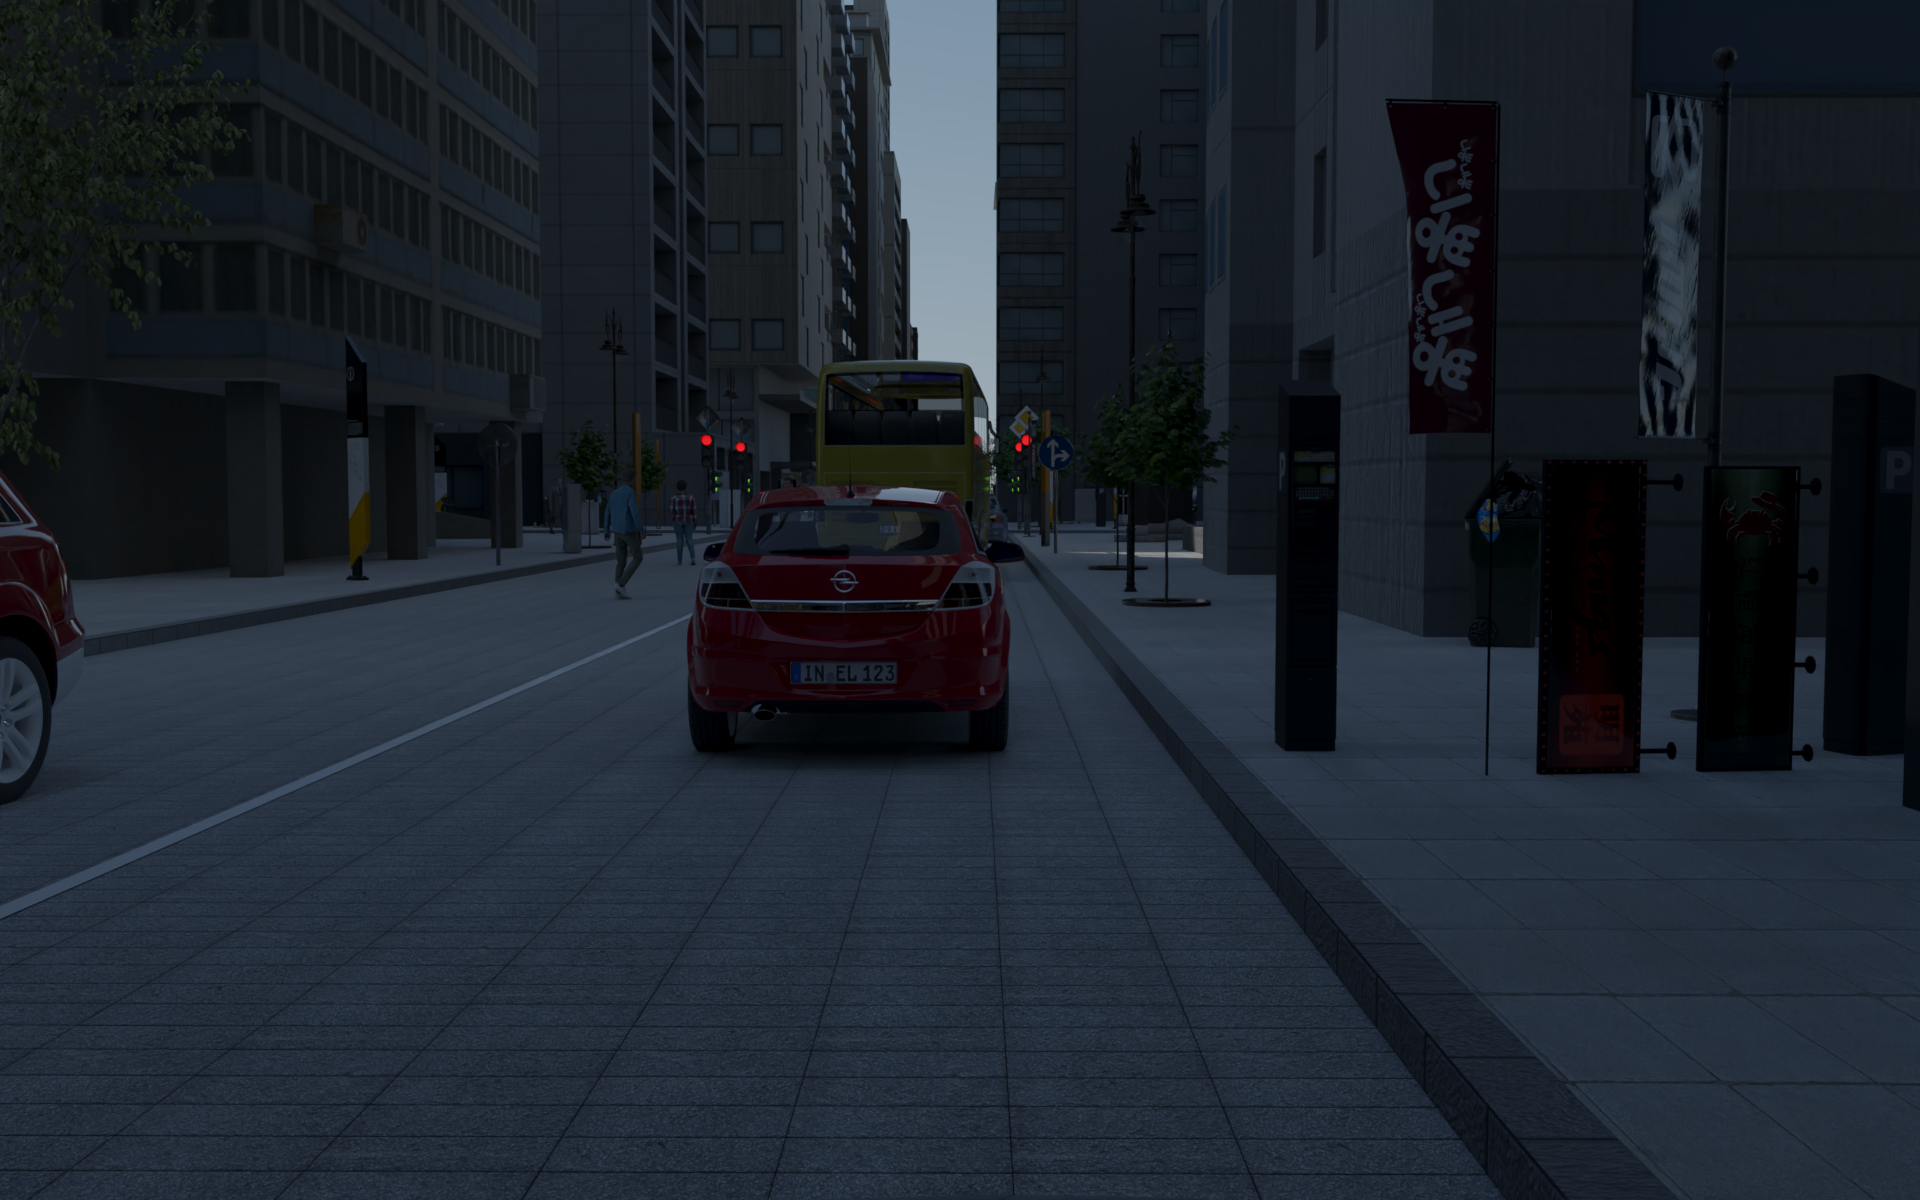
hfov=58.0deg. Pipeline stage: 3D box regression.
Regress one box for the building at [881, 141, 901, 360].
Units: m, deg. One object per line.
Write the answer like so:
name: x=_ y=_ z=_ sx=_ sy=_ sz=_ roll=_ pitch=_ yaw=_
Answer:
building: x=-18.968 y=-37.259 z=232.884 sx=21.300 sy=48.544 sz=21.600 roll=0 pitch=4 yaw=0

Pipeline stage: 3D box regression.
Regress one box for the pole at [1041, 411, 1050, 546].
pole: x=2.097 y=-2.970 z=42.406 sx=0.158 sy=3.312 sz=0.155 roll=0 pitch=3 yaw=0

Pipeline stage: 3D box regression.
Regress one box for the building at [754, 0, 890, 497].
building: x=-18.409 y=-49.873 z=253.668 sx=20.563 sy=71.187 sz=20.611 roll=0 pitch=4 yaw=0

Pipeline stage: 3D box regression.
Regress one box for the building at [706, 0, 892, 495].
building: x=-22.561 y=-37.096 z=195.755 sx=28.713 sy=52.752 sz=27.495 roll=0 pitch=4 yaw=0

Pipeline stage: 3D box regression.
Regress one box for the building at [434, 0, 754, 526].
building: x=-20.072 y=-39.057 z=76.827 sx=20.563 sy=71.187 sz=20.611 roll=0 pitch=4 yaw=0

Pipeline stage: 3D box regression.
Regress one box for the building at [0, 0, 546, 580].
building: x=-21.737 y=-20.968 z=34.712 sx=23.993 sy=40.220 sz=32.217 roll=0 pitch=4 yaw=0

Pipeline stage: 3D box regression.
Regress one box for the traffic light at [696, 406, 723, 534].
traffic light: x=-7.974 y=-4.040 z=54.983 sx=0.839 sy=4.253 sz=0.868 roll=0 pitch=4 yaw=0

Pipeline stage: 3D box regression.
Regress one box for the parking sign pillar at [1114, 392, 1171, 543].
parking sign pillar: x=4.854 y=-3.545 z=46.435 sx=1.447 sy=3.967 sz=1.447 roll=0 pitch=4 yaw=7

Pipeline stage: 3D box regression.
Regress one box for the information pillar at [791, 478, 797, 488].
information pillar: x=-7.799 y=-4.668 z=80.817 sx=0.304 sy=2.012 sz=0.304 roll=-3 pitch=5 yaw=-43

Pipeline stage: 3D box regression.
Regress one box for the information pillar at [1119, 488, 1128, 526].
information pillar: x=6.478 y=-3.935 z=68.823 sx=0.304 sy=2.012 sz=0.304 roll=-3 pitch=5 yaw=-45

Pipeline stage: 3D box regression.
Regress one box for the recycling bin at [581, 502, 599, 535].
recycling bin: x=-11.809 y=-2.587 z=54.859 sx=0.722 sy=1.027 sz=0.722 roll=-1 pitch=4 yaw=-12

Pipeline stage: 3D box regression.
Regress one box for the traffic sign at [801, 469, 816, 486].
traffic sign: x=-7.823 y=-5.458 z=89.346 sx=0.768 sy=2.556 sz=0.104 roll=0 pitch=4 yaw=2

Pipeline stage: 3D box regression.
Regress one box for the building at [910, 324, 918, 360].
building: x=-14.137 y=-31.606 z=288.452 sx=14.160 sy=30.474 sz=14.107 roll=0 pitch=4 yaw=0

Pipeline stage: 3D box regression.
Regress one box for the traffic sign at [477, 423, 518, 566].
traffic sign: x=-8.278 y=-1.889 z=30.987 sx=0.768 sy=2.556 sz=0.104 roll=1 pitch=4 yaw=10

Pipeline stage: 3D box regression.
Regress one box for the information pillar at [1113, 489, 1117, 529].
information pillar: x=5.701 y=-4.414 z=63.532 sx=0.183 sy=3.616 sz=0.504 roll=0 pitch=4 yaw=6

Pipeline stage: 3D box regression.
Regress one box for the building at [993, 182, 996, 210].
building: x=19.918 y=-42.439 z=283.117 sx=28.713 sy=52.752 sz=27.495 roll=0 pitch=4 yaw=0

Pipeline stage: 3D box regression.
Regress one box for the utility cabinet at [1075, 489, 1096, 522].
utility cabinet: x=5.772 y=-4.246 z=78.097 sx=1.173 sy=1.500 sz=0.318 roll=0 pitch=4 yaw=-2

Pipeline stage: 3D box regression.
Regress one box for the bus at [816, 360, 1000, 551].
bus: x=-0.782 y=-2.567 z=33.521 sx=2.896 sy=3.916 sz=12.252 roll=0 pitch=4 yaw=2

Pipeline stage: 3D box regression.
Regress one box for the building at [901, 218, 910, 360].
building: x=-14.964 y=-38.093 z=272.934 sx=14.600 sy=45.320 sz=14.200 roll=0 pitch=4 yaw=0

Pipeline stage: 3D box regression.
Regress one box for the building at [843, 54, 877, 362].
building: x=-15.752 y=-32.111 z=175.120 sx=14.600 sy=45.320 sz=14.200 roll=0 pitch=4 yaw=0

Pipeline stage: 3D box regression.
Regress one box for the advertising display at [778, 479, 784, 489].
advertising display: x=-7.657 y=-4.215 z=74.123 sx=0.123 sy=1.923 sz=0.974 roll=0 pitch=4 yaw=0

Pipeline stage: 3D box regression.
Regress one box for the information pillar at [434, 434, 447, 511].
information pillar: x=-20.241 y=-4.654 z=67.440 sx=0.504 sy=3.616 sz=0.183 roll=1 pitch=4 yaw=13

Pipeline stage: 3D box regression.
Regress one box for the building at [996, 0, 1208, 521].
building: x=8.827 y=-24.691 z=87.285 sx=14.154 sy=41.232 sz=14.086 roll=0 pitch=4 yaw=0

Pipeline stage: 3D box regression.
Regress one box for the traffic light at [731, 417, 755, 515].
traffic light: x=-7.912 y=-4.529 z=62.968 sx=0.839 sy=4.253 sz=0.868 roll=0 pitch=4 yaw=0

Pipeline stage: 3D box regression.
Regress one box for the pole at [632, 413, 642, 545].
pole: x=-8.147 y=-3.047 z=43.665 sx=0.158 sy=3.312 sz=0.155 roll=0 pitch=3 yaw=0

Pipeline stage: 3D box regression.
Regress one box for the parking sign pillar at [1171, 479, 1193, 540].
parking sign pillar: x=5.868 y=-3.677 z=48.590 sx=1.447 sy=3.967 sz=1.447 roll=0 pitch=4 yaw=2

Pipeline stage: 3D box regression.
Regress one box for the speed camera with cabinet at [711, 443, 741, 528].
speed camera with cabinet: x=-9.020 y=-4.426 z=66.704 sx=0.660 sy=3.252 sz=2.038 roll=-2 pitch=4 yaw=-26

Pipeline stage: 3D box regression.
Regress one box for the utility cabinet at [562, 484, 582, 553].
utility cabinet: x=-8.478 y=-1.780 z=37.785 sx=0.318 sy=1.500 sz=1.173 roll=-1 pitch=4 yaw=-18

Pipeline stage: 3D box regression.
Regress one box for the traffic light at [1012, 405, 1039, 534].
traffic light: x=2.087 y=-4.037 z=54.921 sx=0.839 sy=4.253 sz=0.868 roll=0 pitch=4 yaw=0

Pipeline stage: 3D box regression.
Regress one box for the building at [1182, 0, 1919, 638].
building: x=14.744 y=-29.702 z=27.619 sx=21.231 sy=58.520 sz=28.212 roll=0 pitch=4 yaw=0

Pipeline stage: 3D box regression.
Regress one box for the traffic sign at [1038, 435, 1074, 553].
traffic sign: x=2.067 y=-2.278 z=37.350 sx=0.768 sy=2.556 sz=0.104 roll=0 pitch=4 yaw=7

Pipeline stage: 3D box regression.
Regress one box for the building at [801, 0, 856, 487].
building: x=-20.868 y=-32.609 z=152.759 sx=23.786 sy=49.044 sz=30.456 roll=0 pitch=4 yaw=0

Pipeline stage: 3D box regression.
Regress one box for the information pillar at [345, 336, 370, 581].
information pillar: x=-8.910 y=-2.096 z=25.622 sx=0.504 sy=3.616 sz=0.183 roll=3 pitch=5 yaw=43

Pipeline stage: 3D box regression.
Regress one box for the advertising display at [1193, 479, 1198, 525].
advertising display: x=8.653 y=-3.647 z=64.850 sx=0.123 sy=1.923 sz=0.974 roll=2 pitch=4 yaw=30

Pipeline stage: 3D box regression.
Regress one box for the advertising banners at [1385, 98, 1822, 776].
advertising banners: x=2.913 y=-0.714 z=7.859 sx=2.074 sy=3.025 sz=0.090 roll=0 pitch=4 yaw=-6

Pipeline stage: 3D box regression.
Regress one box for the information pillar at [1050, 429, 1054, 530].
information pillar: x=3.183 y=-4.330 z=62.150 sx=0.183 sy=3.616 sz=0.504 roll=2 pitch=4 yaw=35

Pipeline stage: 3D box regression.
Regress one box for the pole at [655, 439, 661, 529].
pole: x=-11.124 y=-4.279 z=63.803 sx=0.158 sy=3.312 sz=0.155 roll=0 pitch=3 yaw=0
